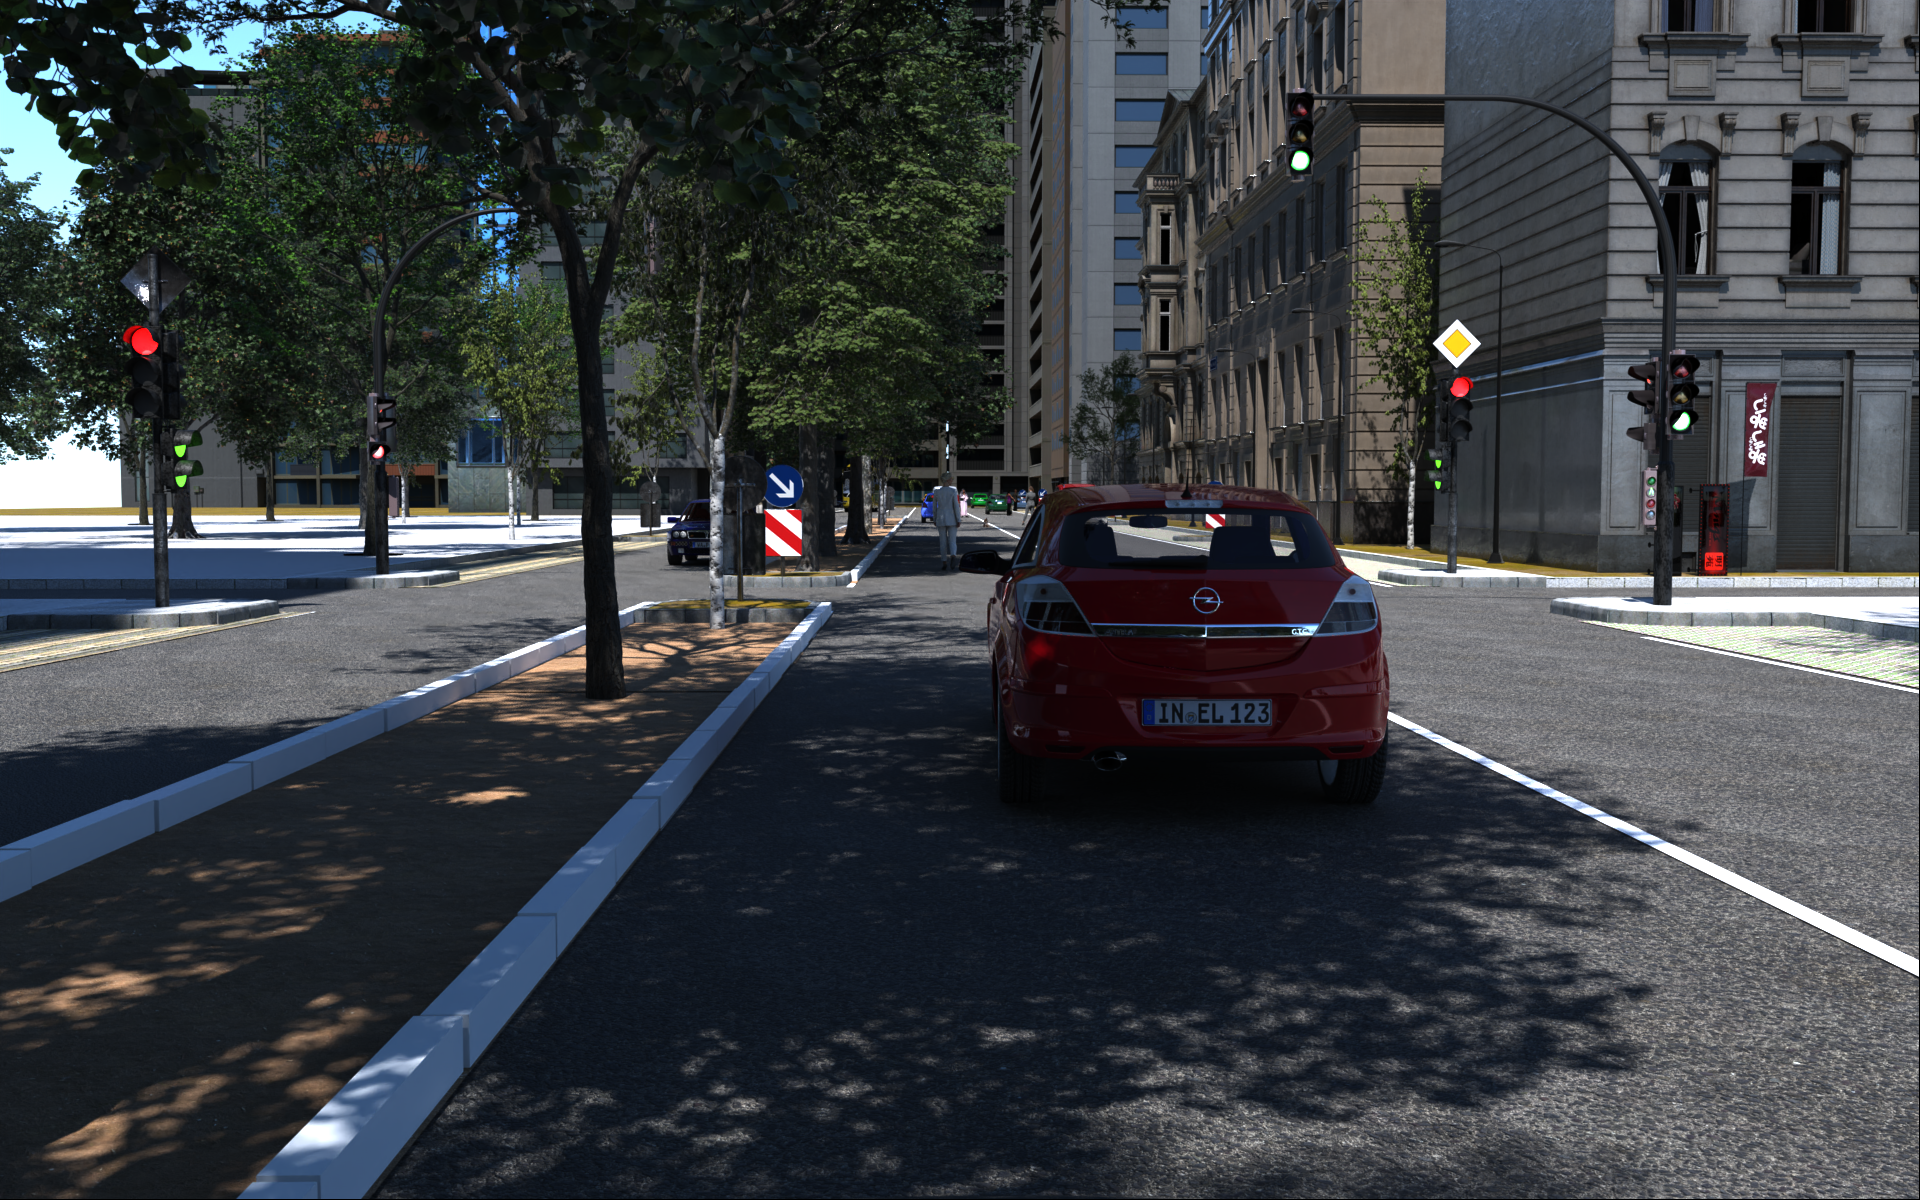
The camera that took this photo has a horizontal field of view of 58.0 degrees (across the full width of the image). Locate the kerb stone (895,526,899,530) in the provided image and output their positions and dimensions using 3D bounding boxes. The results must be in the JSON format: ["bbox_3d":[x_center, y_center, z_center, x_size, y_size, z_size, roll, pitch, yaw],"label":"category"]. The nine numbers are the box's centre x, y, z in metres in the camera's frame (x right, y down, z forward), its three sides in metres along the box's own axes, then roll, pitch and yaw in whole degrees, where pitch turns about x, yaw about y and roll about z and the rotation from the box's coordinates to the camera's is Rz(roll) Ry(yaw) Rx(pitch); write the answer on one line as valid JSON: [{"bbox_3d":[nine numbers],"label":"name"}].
[{"bbox_3d":[-2.416,-2.543,63.766,0.120,0.150,1.000,0,4,-1],"label":"kerb stone"}]

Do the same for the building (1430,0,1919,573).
[{"bbox_3d":[19.203,-11.207,32.388,18.267,20.994,9.793,0,4,-1],"label":"building"}]

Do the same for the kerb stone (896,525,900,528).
[{"bbox_3d":[-2.451,-2.668,65.810,0.120,0.150,1.000,0,4,-1],"label":"kerb stone"}]

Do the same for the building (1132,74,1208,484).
[{"bbox_3d":[16.121,-16.324,85.977,14.460,24.649,34.723,0,4,-1],"label":"building"}]

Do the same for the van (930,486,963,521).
[{"bbox_3d":[-0.813,-5.265,93.102,2.013,2.044,4.112,0,4,-1],"label":"van"}]

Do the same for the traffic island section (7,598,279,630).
[{"bbox_3d":[-9.101,0.156,19.728,2.009,0.180,2.903,0,4,-1],"label":"traffic island section"}]

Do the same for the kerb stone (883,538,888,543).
[{"bbox_3d":[-2.108,-1.539,47.364,0.120,0.150,1.000,0,4,-1],"label":"kerb stone"}]

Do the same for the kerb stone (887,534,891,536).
[{"bbox_3d":[-2.181,-1.790,51.458,0.120,0.150,1.000,0,4,-1],"label":"kerb stone"}]

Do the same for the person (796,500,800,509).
[{"bbox_3d":[-5.921,-3.490,64.919,0.474,1.900,0.648,-2,4,-34],"label":"person"}]

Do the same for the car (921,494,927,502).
[{"bbox_3d":[-2.953,-10.085,175.108,2.015,1.641,3.980,0,4,-1],"label":"car"}]

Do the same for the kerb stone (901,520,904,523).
[{"bbox_3d":[-2.671,-3.348,77.082,0.120,0.150,1.000,0,4,-1],"label":"kerb stone"}]

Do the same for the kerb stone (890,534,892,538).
[{"bbox_3d":[-2.201,-1.850,52.484,0.120,0.150,1.000,0,4,-1],"label":"kerb stone"}]

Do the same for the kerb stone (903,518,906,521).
[{"bbox_3d":[-2.771,-3.670,82.198,0.120,0.150,1.000,0,4,-1],"label":"kerb stone"}]

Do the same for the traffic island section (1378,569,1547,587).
[{"bbox_3d":[7.984,-0.352,28.036,2.009,0.180,2.903,0,4,-1],"label":"traffic island section"}]

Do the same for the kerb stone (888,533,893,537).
[{"bbox_3d":[-2.229,-1.915,53.509,0.120,0.150,1.000,0,4,-1],"label":"kerb stone"}]

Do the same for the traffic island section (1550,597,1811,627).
[{"bbox_3d":[8.137,0.136,20.053,2.009,0.180,2.903,0,4,-1],"label":"traffic island section"}]

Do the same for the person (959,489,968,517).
[{"bbox_3d":[0.216,-5.921,105.982,0.551,1.740,0.621,-3,5,-41],"label":"person"}]

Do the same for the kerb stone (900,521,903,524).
[{"bbox_3d":[-2.619,-3.166,74.005,0.120,0.150,1.000,0,4,-1],"label":"kerb stone"}]

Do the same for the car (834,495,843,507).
[{"bbox_3d":[-11.841,-9.475,167.495,1.945,1.354,3.894,0,4,0],"label":"car"}]

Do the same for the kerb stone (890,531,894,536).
[{"bbox_3d":[-2.259,-2.037,55.562,0.120,0.150,1.000,0,4,-1],"label":"kerb stone"}]

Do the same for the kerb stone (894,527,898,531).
[{"bbox_3d":[-2.385,-2.417,61.718,0.120,0.150,1.000,0,4,-1],"label":"kerb stone"}]

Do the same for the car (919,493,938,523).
[{"bbox_3d":[-1.104,-4.748,87.216,1.945,1.707,3.694,0,4,-1],"label":"car"}]

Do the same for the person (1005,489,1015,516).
[{"bbox_3d":[3.321,-6.476,115.072,0.721,1.739,1.217,-2,4,-31],"label":"person"}]

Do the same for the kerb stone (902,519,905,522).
[{"bbox_3d":[-2.734,-3.543,80.148,0.120,0.150,1.000,0,4,-1],"label":"kerb stone"}]

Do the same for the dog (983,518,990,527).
[{"bbox_3d":[1.200,-3.331,74.661,0.550,0.427,0.748,3,4,38],"label":"dog"}]

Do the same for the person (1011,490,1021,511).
[{"bbox_3d":[4.685,-8.364,145.389,0.705,1.807,1.348,-2,4,-35],"label":"person"}]

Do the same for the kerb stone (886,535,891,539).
[{"bbox_3d":[-2.161,-1.727,50.436,0.120,0.150,1.000,0,4,-1],"label":"kerb stone"}]

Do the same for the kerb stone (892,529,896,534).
[{"bbox_3d":[-2.311,-2.229,58.632,0.120,0.150,1.000,0,4,-1],"label":"kerb stone"}]

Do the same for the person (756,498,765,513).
[{"bbox_3d":[-9.404,-4.403,81.030,0.519,1.759,0.362,3,5,43],"label":"person"}]

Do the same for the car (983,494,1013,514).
[{"bbox_3d":[2.739,-6.811,123.155,2.131,1.459,4.920,0,4,-1],"label":"car"}]

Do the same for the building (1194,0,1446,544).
[{"bbox_3d":[15.440,-15.799,55.584,12.463,27.353,25.104,0,4,-1],"label":"building"}]

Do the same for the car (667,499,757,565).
[{"bbox_3d":[-5.073,-1.448,36.254,1.945,1.354,3.894,0,4,-1],"label":"car"}]

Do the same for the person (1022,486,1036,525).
[{"bbox_3d":[3.147,-4.312,79.275,0.520,1.790,0.573,-3,4,-37],"label":"person"}]

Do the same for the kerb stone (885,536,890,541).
[{"bbox_3d":[-2.145,-1.665,49.414,0.120,0.150,1.000,0,4,-1],"label":"kerb stone"}]

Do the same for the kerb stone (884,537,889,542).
[{"bbox_3d":[-2.120,-1.600,48.386,0.120,0.150,1.000,0,4,-1],"label":"kerb stone"}]

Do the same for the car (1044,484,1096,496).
[{"bbox_3d":[4.274,-3.386,64.034,2.281,1.827,5.304,0,4,-1],"label":"car"}]

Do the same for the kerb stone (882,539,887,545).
[{"bbox_3d":[-2.082,-1.473,46.340,0.120,0.150,1.000,0,4,-1],"label":"kerb stone"}]

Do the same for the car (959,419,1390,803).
[{"bbox_3d":[1.066,-0.029,9.514,2.155,1.783,4.494,0,4,0],"label":"car"}]

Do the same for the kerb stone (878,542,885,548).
[{"bbox_3d":[-2.020,-1.289,43.263,0.120,0.150,1.000,0,4,-1],"label":"kerb stone"}]

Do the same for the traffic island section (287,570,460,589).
[{"bbox_3d":[-9.254,-0.332,27.711,2.009,0.180,2.903,0,4,-1],"label":"traffic island section"}]

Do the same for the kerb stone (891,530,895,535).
[{"bbox_3d":[-2.278,-2.103,56.585,0.120,0.150,1.000,0,4,-1],"label":"kerb stone"}]

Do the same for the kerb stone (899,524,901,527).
[{"bbox_3d":[-2.514,-2.854,68.888,0.120,0.150,1.000,0,4,-1],"label":"kerb stone"}]

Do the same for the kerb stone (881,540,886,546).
[{"bbox_3d":[-2.067,-1.414,45.316,0.120,0.150,1.000,0,4,-1],"label":"kerb stone"}]

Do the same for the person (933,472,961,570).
[{"bbox_3d":[-0.245,-1.467,32.356,0.514,1.842,0.818,0,4,-5],"label":"person"}]

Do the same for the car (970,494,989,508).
[{"bbox_3d":[2.005,-10.134,174.489,1.959,1.807,4.718,0,4,-2],"label":"car"}]

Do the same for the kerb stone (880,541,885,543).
[{"bbox_3d":[-2.050,-1.351,44.292,0.120,0.150,1.000,0,4,-1],"label":"kerb stone"}]

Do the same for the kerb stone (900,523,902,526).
[{"bbox_3d":[-2.548,-2.981,70.935,0.120,0.150,1.000,0,4,-1],"label":"kerb stone"}]

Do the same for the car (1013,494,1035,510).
[{"bbox_3d":[5.458,-8.373,148.899,2.014,1.417,4.499,0,4,-1],"label":"car"}]

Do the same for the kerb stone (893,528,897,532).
[{"bbox_3d":[-2.336,-2.291,59.655,0.120,0.150,1.000,0,4,-1],"label":"kerb stone"}]
